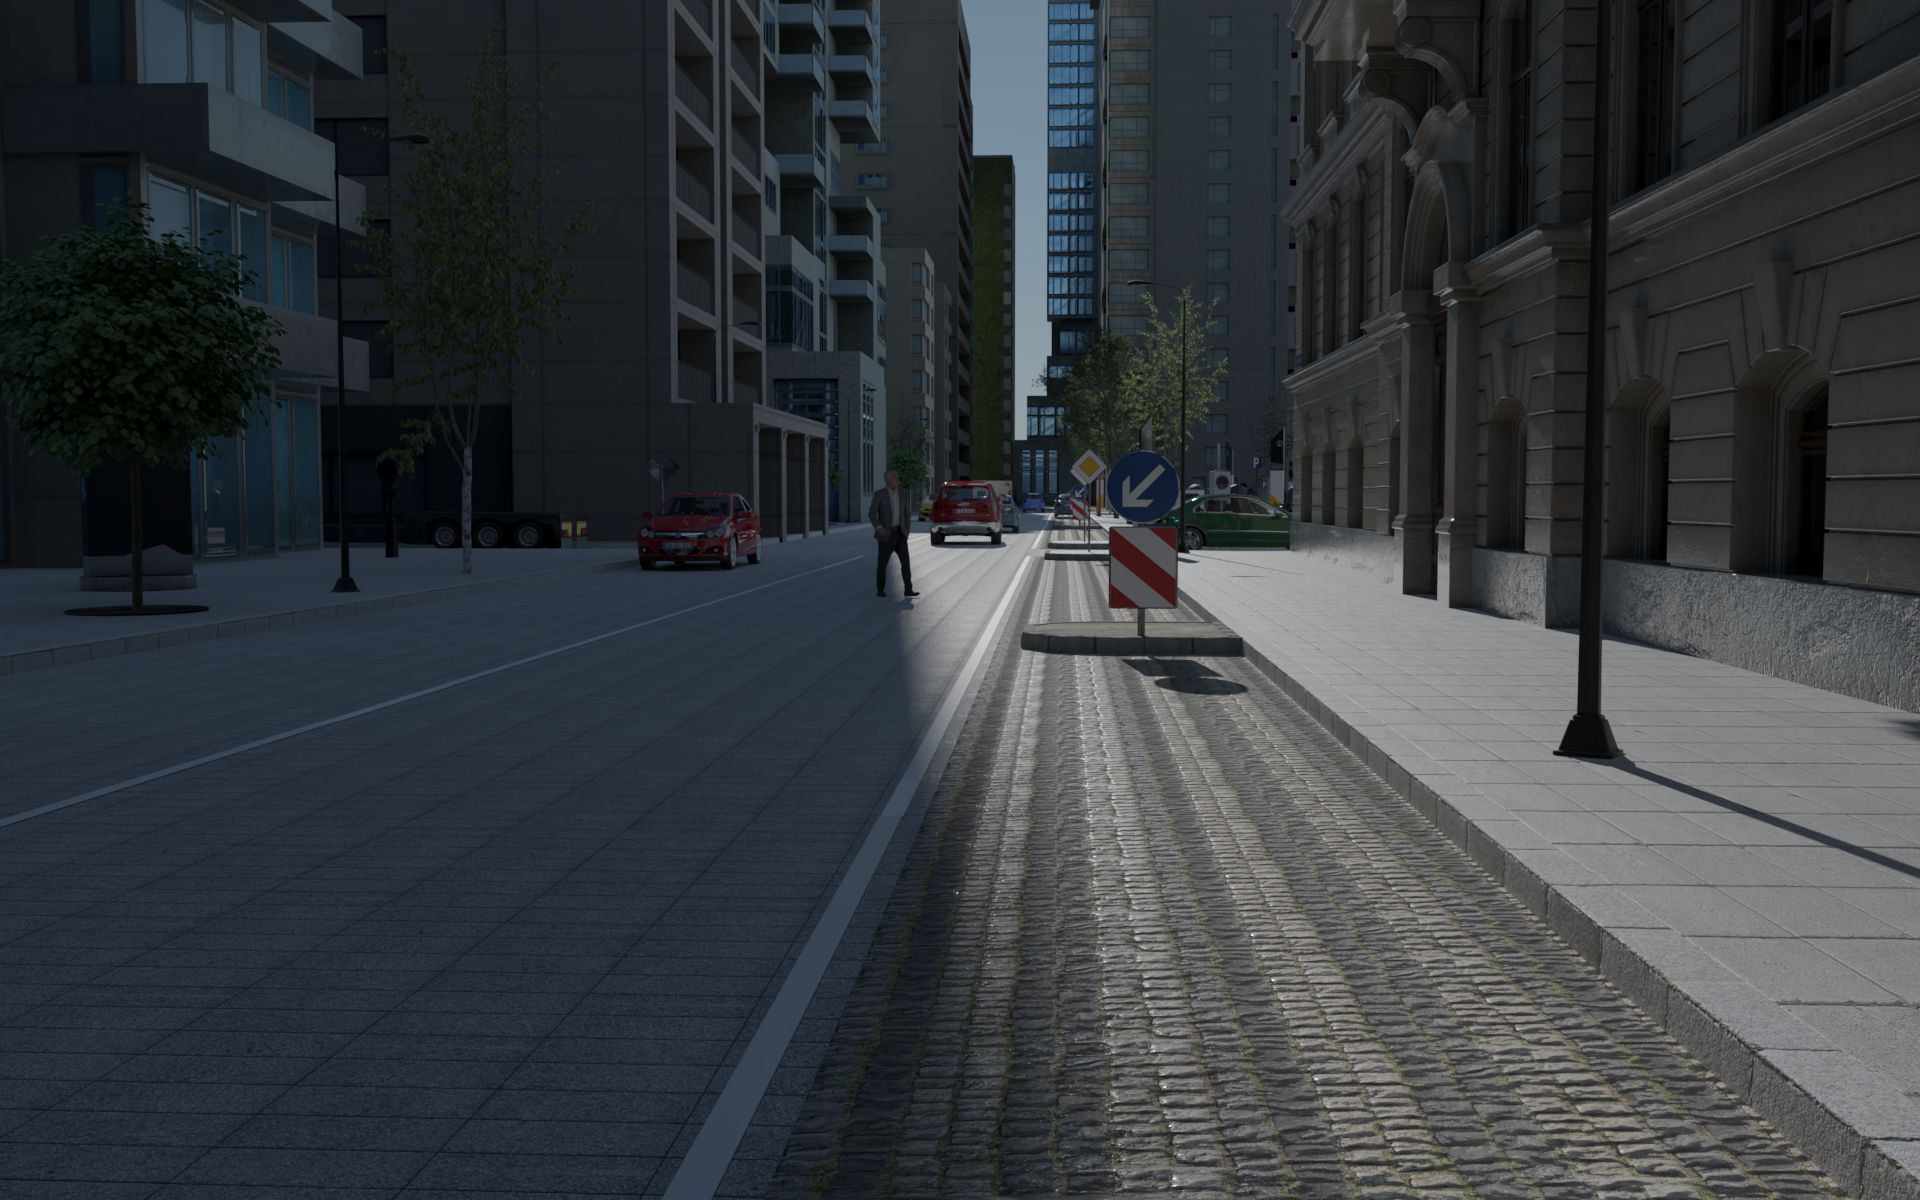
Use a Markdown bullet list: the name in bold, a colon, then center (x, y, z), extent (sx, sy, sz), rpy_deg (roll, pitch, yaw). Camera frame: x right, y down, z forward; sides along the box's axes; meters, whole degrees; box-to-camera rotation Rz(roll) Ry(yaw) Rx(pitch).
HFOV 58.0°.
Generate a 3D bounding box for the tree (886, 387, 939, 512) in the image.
- **tree**: center (-3.435, -10.293, 118.652), extent (4.360, 8.622, 3.978), rpy_deg (0, 3, 0)

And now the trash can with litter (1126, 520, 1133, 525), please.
- **trash can with litter**: center (7.377, -3.769, 73.012), extent (0.624, 1.170, 1.055), rpy_deg (-1, 4, -18)

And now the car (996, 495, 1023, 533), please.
- **car**: center (1.367, -3.264, 65.364), extent (2.014, 1.417, 4.499), rpy_deg (0, 4, 3)

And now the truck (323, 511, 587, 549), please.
- **truck**: center (-19.098, -3.329, 44.193), extent (18.799, 4.110, 2.967), rpy_deg (0, 4, 3)

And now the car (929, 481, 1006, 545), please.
- **car**: center (0.210, -2.565, 50.609), extent (2.281, 1.827, 5.304), rpy_deg (0, 4, 2)

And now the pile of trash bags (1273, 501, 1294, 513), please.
- **pile of trash bags**: center (11.285, -2.692, 53.761), extent (3.447, 1.369, 1.912), rpy_deg (1, 4, 10)

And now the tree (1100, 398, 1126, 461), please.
- **tree**: center (11.631, -11.033, 130.744), extent (4.737, 8.622, 4.395), rpy_deg (0, 3, 0)

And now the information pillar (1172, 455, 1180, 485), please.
- **information pillar**: center (12.945, -6.882, 103.880), extent (0.504, 3.616, 0.183), rpy_deg (0, 4, 1)

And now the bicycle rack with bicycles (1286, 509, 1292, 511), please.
- **bicycle rack with bicycles**: center (8.108, -2.127, 48.164), extent (2.852, 0.926, 2.925), rpy_deg (0, 4, 4)

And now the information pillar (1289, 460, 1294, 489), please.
- **information pillar**: center (22.518, -7.714, 117.486), extent (0.504, 3.616, 0.183), rpy_deg (0, 4, 5)

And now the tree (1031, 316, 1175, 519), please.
- **tree**: center (7.928, -9.561, 90.742), extent (7.601, 10.594, 8.767), rpy_deg (2, 4, 33)

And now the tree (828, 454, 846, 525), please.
- **tree**: center (-5.536, -4.740, 72.099), extent (1.663, 3.219, 1.824), rpy_deg (0, 3, 0)

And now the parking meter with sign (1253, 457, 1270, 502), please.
- **parking meter with sign**: center (14.641, -5.221, 81.622), extent (1.738, 3.016, 0.543), rpy_deg (-2, 4, -28)

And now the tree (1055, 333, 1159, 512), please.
- **tree**: center (10.468, -12.506, 122.597), extent (7.486, 12.596, 7.792), rpy_deg (0, 3, 0)

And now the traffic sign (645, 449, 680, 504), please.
- **traffic sign**: center (-6.673, -2.152, 38.827), extent (0.795, 2.450, 0.064), rpy_deg (0, 4, 3)

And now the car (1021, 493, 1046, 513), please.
- **car**: center (5.707, -7.630, 134.335), extent (1.945, 1.707, 3.694), rpy_deg (0, 4, 2)

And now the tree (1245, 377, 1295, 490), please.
- **tree**: center (19.690, -9.671, 108.488), extent (4.360, 8.622, 3.978), rpy_deg (0, 3, 0)

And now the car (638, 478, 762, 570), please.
- **car**: center (-5.084, -1.535, 34.137), extent (2.155, 1.783, 4.494), rpy_deg (0, 4, 3)

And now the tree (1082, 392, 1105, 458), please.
- **tree**: center (9.819, -9.773, 110.150), extent (4.360, 8.622, 3.978), rpy_deg (0, 3, 0)

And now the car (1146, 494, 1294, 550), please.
- **car**: center (6.796, -1.827, 41.670), extent (4.920, 1.459, 2.131), rpy_deg (0, 4, 2)

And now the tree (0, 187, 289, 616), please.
- **tree**: center (-9.033, -2.139, 18.692), extent (4.285, 4.588, 4.351), rpy_deg (0, 3, 0)

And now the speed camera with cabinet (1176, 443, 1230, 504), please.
- **speed camera with cabinet**: center (9.418, -4.450, 67.096), extent (2.038, 3.252, 0.660), rpy_deg (-1, 4, -13)

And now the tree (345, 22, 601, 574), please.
- **tree**: center (-7.926, -4.739, 27.847), extent (4.737, 8.622, 4.395), rpy_deg (0, 3, 0)

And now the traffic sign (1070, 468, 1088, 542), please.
- **traffic sign**: center (3.324, -2.604, 46.218), extent (0.795, 2.450, 0.064), rpy_deg (0, 4, 3)

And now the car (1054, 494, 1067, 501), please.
- **car**: center (8.014, -7.275, 129.170), extent (2.015, 1.641, 3.980), rpy_deg (0, 4, 2)

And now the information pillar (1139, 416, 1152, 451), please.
- **information pillar**: center (5.542, -3.689, 51.673), extent (0.504, 3.616, 0.183), rpy_deg (-3, 5, -42)

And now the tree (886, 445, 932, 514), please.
- **tree**: center (-3.510, -7.915, 113.127), extent (4.285, 4.588, 4.351), rpy_deg (0, 3, 0)

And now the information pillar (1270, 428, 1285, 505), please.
- **information pillar**: center (11.228, -4.274, 61.234), extent (0.504, 3.616, 0.183), rpy_deg (2, 4, 27)

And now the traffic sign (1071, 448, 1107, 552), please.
- **traffic sign**: center (2.853, -2.116, 38.246), extent (0.795, 2.450, 0.064), rpy_deg (0, 4, 3)

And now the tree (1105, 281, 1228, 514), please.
- **tree**: center (7.365, -6.747, 60.679), extent (4.360, 8.622, 3.978), rpy_deg (0, 3, 0)

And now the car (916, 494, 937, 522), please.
- **car**: center (-1.270, -4.941, 91.001), extent (2.015, 1.641, 3.980), rpy_deg (0, 4, 2)

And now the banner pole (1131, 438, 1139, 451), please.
- **banner pole**: center (7.905, -5.357, 77.598), extent (0.401, 3.779, 0.863), rpy_deg (-3, 5, -43)

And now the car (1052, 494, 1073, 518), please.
- **car**: center (6.561, -5.652, 104.417), extent (2.014, 1.417, 4.499), rpy_deg (0, 4, 3)

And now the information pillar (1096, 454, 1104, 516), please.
- **information pillar**: center (8.080, -6.653, 100.127), extent (0.504, 3.616, 0.183), rpy_deg (-2, 4, -35)
